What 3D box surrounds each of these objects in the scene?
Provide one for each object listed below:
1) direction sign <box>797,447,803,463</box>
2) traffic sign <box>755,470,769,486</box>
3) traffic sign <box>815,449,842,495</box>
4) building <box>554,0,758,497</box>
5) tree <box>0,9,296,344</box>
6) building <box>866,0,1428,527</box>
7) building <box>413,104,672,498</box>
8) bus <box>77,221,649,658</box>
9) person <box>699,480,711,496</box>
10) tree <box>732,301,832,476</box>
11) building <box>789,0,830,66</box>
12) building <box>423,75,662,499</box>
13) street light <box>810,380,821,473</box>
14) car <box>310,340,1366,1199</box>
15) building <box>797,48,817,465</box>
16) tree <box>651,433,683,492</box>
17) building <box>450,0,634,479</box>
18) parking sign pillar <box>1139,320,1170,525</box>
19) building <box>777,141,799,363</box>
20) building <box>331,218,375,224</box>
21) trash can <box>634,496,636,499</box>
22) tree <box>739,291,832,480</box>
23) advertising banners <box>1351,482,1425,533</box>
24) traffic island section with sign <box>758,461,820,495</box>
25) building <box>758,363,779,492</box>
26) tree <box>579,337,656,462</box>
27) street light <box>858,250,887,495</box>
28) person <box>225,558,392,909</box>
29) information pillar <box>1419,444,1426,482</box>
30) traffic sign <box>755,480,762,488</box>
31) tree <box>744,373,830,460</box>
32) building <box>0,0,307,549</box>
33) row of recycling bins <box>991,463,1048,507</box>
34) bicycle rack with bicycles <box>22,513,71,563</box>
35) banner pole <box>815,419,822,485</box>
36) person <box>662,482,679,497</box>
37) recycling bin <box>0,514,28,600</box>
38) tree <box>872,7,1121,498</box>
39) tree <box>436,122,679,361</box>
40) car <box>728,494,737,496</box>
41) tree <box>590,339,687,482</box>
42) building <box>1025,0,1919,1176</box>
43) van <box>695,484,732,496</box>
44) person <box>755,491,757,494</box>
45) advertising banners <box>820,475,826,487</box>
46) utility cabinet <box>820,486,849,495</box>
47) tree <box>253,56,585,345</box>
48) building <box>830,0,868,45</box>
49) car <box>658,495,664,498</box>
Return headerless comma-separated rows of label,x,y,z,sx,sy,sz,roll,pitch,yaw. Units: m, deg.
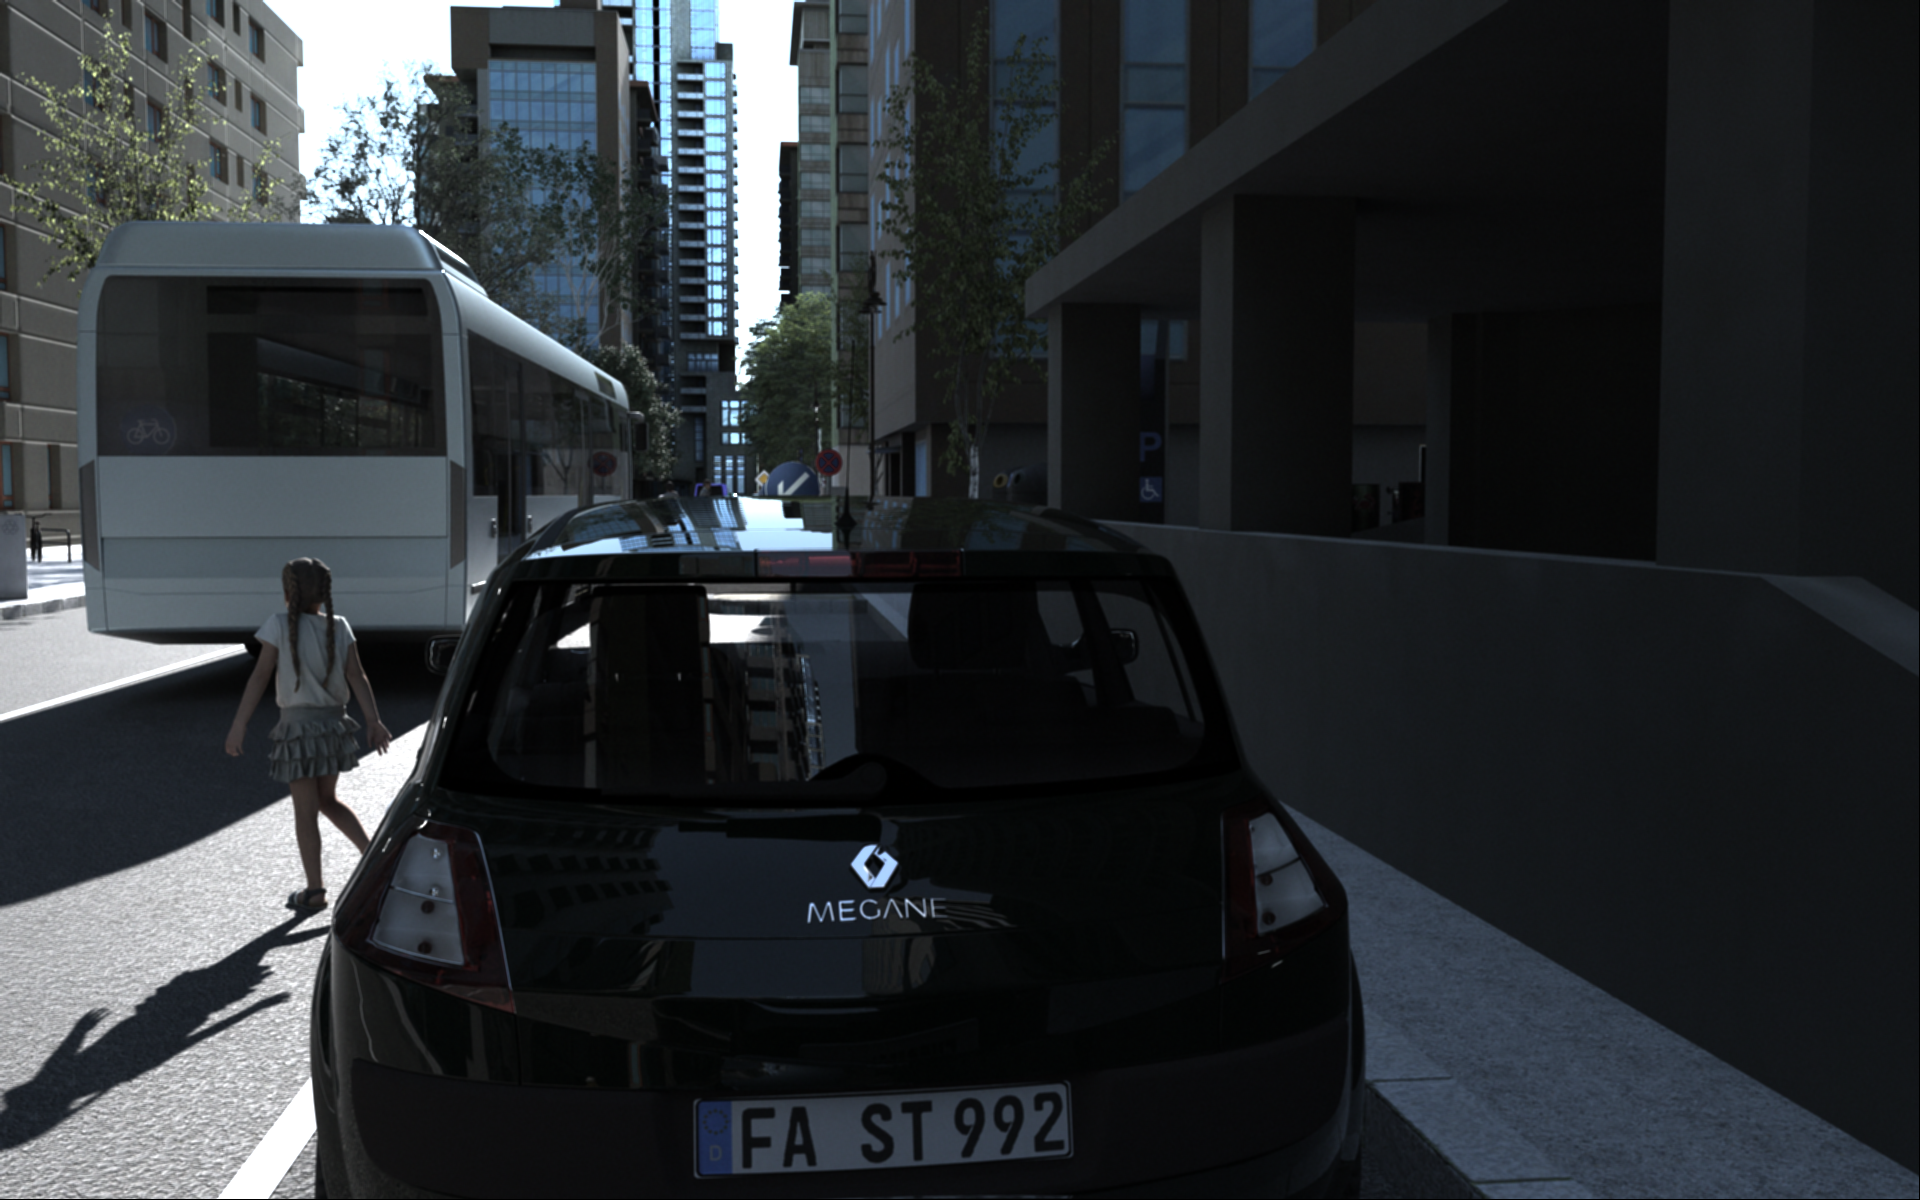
direction sign,-7.769,-5.631,84.071,0.379,3.537,0.876,-1,4,-23
traffic sign,-7.970,-4.093,70.567,0.795,2.450,0.064,0,4,-7
traffic sign,-3.712,-2.991,49.003,0.768,2.556,0.104,0,4,-6
building,-44.505,-57.018,244.912,31.000,86.520,22.319,0,4,-7
tree,-12.812,-4.719,27.526,4.360,8.622,3.978,0,3,0
building,5.149,-23.893,40.759,14.600,45.320,14.200,0,4,-7
building,-51.267,-36.300,213.113,30.456,49.044,23.786,0,4,-7
bus,-5.285,-1.437,18.353,2.948,3.499,13.247,0,4,-5
person,-6.749,-2.287,46.014,0.853,1.813,0.709,-1,4,-15
tree,-10.280,-12.594,112.565,9.857,13.997,8.962,0,3,0
building,-3.509,-36.467,185.480,28.713,52.752,27.495,0,4,-7
building,-42.677,-32.106,179.558,22.147,44.769,28.867,0,4,-7
street light,-5.848,-5.966,70.327,0.468,5.910,1.993,0,4,-7
car,-0.397,0.331,4.380,2.009,1.686,4.222,-1,4,-8
building,-8.236,-29.362,163.670,14.154,41.232,14.086,0,4,-7
tree,-33.937,-15.229,199.357,4.737,8.622,4.395,0,3,0
building,-37.534,-31.084,158.341,14.600,45.320,14.200,0,4,-7
parking sign pillar,2.662,-2.173,23.995,1.447,3.967,1.447,1,4,9
building,-11.210,-34.164,213.210,22.147,44.769,28.867,0,4,-7
building,-86.333,-33.880,245.814,23.993,40.220,32.217,0,4,-7
trash can,-28.037,-8.362,148.377,0.748,1.137,0.748,0,3,0
tree,-8.640,-10.963,97.371,7.486,12.596,7.792,0,3,0
advertising banners,5.918,-1.614,22.585,2.074,3.025,0.090,-1,4,-16
traffic island section with sign,-2.206,-0.797,21.651,1.989,1.847,2.006,0,4,-7
building,-15.000,-24.950,252.973,28.899,21.520,27.650,0,4,-7
tree,-22.084,-10.353,103.691,8.767,10.594,7.601,1,4,14
street light,-1.669,-3.685,33.034,0.468,5.910,1.993,0,4,-7
person,-2.233,0.464,5.937,0.382,1.210,0.505,3,5,43
information pillar,7.012,-1.296,25.679,0.304,2.012,0.304,-3,4,-36
traffic sign,-8.900,-4.578,78.498,0.795,2.450,0.064,0,4,-7
tree,-11.717,-11.658,125.016,8.767,10.594,7.601,0,4,7
building,-37.720,-12.596,50.976,28.899,21.520,27.650,0,4,-7
row of recycling bins,1.045,-1.047,24.233,1.069,1.692,3.534,0,4,-4
bicycle rack with bicycles,-17.925,-1.155,32.267,2.852,0.926,2.925,-3,5,-43
banner pole,-4.724,-4.155,57.958,0.401,3.779,0.863,-1,4,-18
person,-8.172,-2.458,49.041,0.532,1.782,0.716,3,5,44
recycling bin,-11.883,-0.530,21.226,0.722,1.027,0.722,-2,4,-35
tree,0.403,-4.712,27.399,4.737,8.622,4.395,0,3,0
tree,-20.830,-14.239,88.701,12.611,20.169,13.585,0,3,0
car,-18.805,-8.074,140.812,1.959,1.807,4.718,0,4,-8
tree,-25.197,-12.964,128.970,9.611,12.733,9.660,0,3,0
building,17.162,-19.418,9.367,32.217,40.220,23.993,0,4,-7
van,-14.851,-6.079,103.773,2.240,2.365,5.245,0,4,-5
person,-18.789,-9.124,158.205,0.750,1.759,0.617,1,4,14
advertising banners,-11.222,-8.367,132.983,2.074,3.025,0.090,0,4,-4
utility cabinet,-3.724,-2.560,50.531,0.318,1.500,1.173,2,4,34
tree,-15.334,-8.423,48.093,12.009,13.543,11.850,0,3,0
building,2.226,-23.193,62.795,14.154,41.232,14.086,0,4,-7
car,-20.295,-6.613,120.488,2.083,1.381,4.827,0,4,-5
